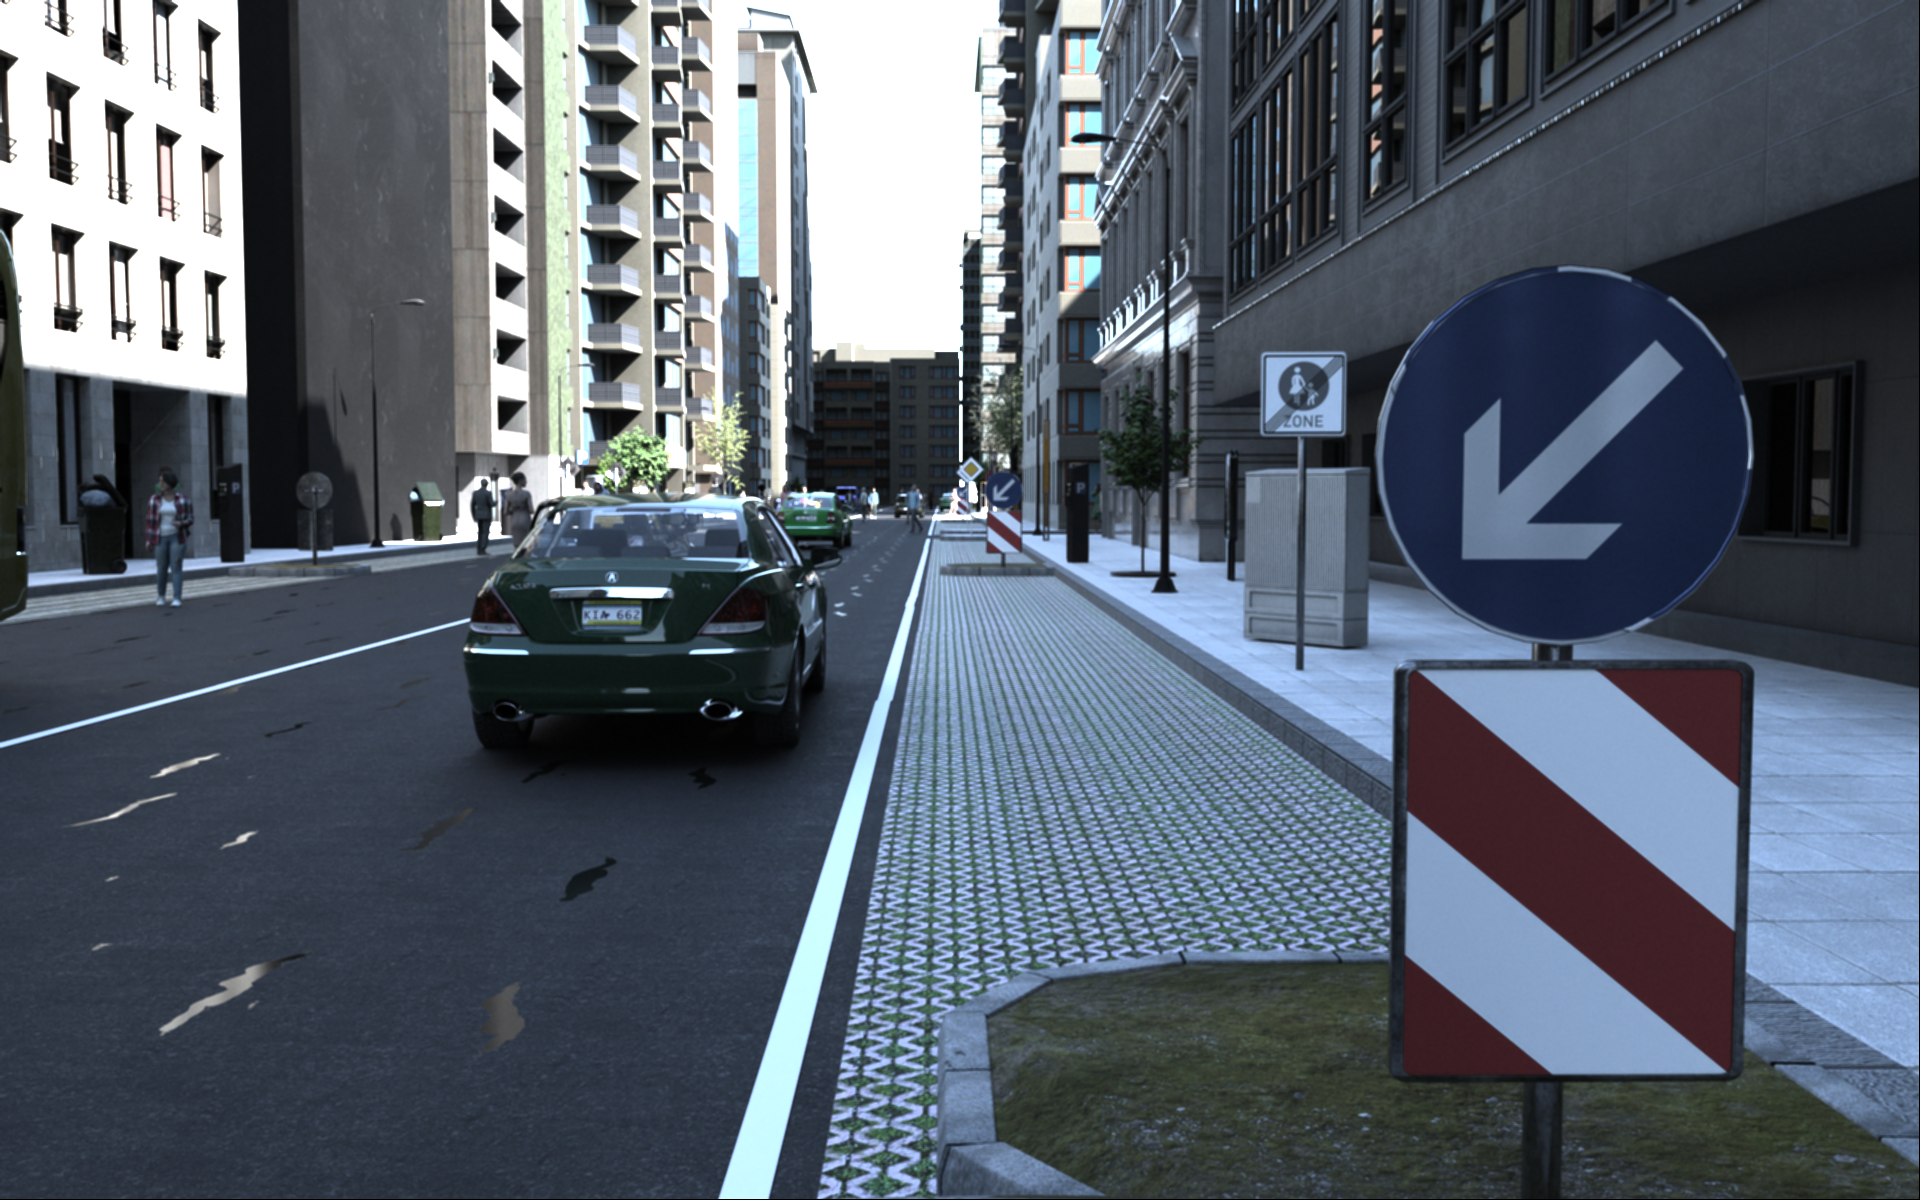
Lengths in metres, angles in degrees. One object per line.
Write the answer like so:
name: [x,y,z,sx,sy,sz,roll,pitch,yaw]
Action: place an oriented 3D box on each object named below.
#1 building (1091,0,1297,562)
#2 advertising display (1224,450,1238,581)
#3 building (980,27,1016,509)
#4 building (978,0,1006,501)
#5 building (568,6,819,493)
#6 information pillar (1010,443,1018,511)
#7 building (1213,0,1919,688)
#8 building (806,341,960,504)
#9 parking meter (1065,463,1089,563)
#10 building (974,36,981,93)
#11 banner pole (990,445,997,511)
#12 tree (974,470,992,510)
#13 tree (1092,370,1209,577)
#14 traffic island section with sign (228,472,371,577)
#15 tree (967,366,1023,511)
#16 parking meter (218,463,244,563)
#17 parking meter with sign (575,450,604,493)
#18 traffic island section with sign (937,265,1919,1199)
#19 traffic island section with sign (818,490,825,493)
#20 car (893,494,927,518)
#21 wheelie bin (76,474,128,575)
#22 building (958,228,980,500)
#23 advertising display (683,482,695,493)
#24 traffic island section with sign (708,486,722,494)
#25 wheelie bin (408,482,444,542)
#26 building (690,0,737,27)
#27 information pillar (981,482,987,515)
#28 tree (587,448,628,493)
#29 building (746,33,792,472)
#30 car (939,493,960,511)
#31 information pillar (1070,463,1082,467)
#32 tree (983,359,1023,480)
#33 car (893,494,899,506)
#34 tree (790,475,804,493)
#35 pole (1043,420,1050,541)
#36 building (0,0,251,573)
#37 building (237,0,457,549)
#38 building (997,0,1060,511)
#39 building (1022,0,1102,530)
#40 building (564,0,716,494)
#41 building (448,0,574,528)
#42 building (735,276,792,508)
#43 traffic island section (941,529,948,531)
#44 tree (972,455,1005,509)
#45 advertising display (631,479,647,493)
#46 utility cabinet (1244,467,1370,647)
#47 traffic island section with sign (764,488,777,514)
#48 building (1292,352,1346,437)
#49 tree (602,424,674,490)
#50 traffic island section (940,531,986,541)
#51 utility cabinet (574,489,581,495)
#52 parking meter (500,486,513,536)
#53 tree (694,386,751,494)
building: [9.355,-12.577,41.787,11.583,22.565,21.152,0,4,-1]
advertising display: [4.052,-1.265,25.900,0.123,1.923,0.974,0,4,4]
building: [8.789,-28.876,155.718,14.154,41.232,14.086,0,4,-1]
building: [12.106,-44.909,172.513,20.563,71.187,20.611,0,4,-1]
building: [-30.662,-37.155,196.715,27.495,52.752,28.713,0,4,-1]
information pillar: [2.473,-5.380,79.313,0.183,3.616,0.504,3,5,39]
building: [11.571,-13.737,18.106,14.314,27.812,24.014,0,4,-1]
building: [-14.550,-23.819,234.477,28.899,21.520,27.650,0,4,-1]
parking meter: [2.192,-1.632,32.400,0.399,1.863,0.255,-1,4,-21]
building: [16.147,-37.180,197.129,28.713,52.752,27.495,0,4,-1]
banner pole: [1.691,-6.053,88.989,0.401,3.779,0.863,-2,4,-28]
tree: [2.061,-9.425,148.707,1.663,3.219,1.824,0,3,0]
tree: [2.810,-1.995,27.217,1.663,3.219,1.824,0,3,0]
traffic island section with sign: [-11.578,-1.346,30.639,1.989,1.847,2.006,0,4,-1]
tree: [2.205,-9.192,100.644,4.360,8.622,3.978,0,3,0]
parking meter: [-13.678,-1.638,32.491,0.255,1.863,0.399,2,4,24]
parking meter with sign: [-14.505,-4.430,68.698,1.738,3.016,0.543,3,5,43]
traffic island section with sign: [0.944,0.295,3.809,1.989,1.847,2.006,0,4,-1]
traffic island section with sign: [-13.030,-9.494,163.846,1.989,1.847,2.006,0,4,-1]
car: [-3.031,-5.774,104.195,2.009,1.686,4.222,0,4,0]
wheelie bin: [-13.779,-1.216,27.792,0.693,1.594,0.980,-3,4,-39]
building: [11.860,-33.360,237.317,23.993,40.220,32.217,0,4,-1]
advertising display: [-14.297,-5.265,91.290,0.123,1.923,0.974,1,4,23]
traffic island section with sign: [-12.186,-4.746,86.226,1.989,1.847,2.006,0,4,-1]
wheelie bin: [-14.345,-2.357,46.452,0.693,1.594,0.980,3,4,36]
building: [-23.965,-29.153,126.757,14.600,45.320,14.200,0,4,-1]
information pillar: [1.503,-6.313,107.706,0.304,2.012,0.304,1,4,19]
tree: [-15.035,-4.818,73.369,1.663,3.219,1.824,0,3,0]
building: [-24.439,-31.976,172.912,14.600,45.320,14.200,0,4,-1]
car: [-0.767,-8.214,143.102,1.959,1.807,4.718,0,4,1]
information pillar: [2.782,-2.237,41.072,0.304,2.012,0.304,1,4,13]
tree: [3.057,-8.745,93.349,4.737,8.622,4.395,0,3,0]
car: [-5.466,-9.605,168.847,2.131,1.459,4.920,0,3,0]
tree: [-15.849,-10.647,168.686,1.663,3.219,1.824,0,3,0]
pole: [2.380,-3.292,47.663,0.158,3.312,0.155,0,3,0]
building: [-20.298,-10.600,28.064,10.420,20.320,16.860,0,4,-1]
building: [-23.199,-13.228,45.954,15.834,23.373,12.332,0,4,-1]
building: [13.849,-28.585,121.987,22.147,44.769,28.867,0,4,-1]
building: [17.784,-14.045,74.679,28.899,21.520,27.650,0,4,-1]
building: [-25.914,-27.073,97.272,22.147,44.769,28.867,0,4,-1]
building: [-23.884,-18.140,68.297,14.160,30.474,14.107,0,4,-1]
building: [-29.885,-18.779,152.068,27.650,21.520,28.899,0,4,-1]
traffic island section: [0.303,-2.414,61.752,2.009,0.180,2.903,0,4,-1]
tree: [2.362,-9.869,145.075,4.285,4.588,4.351,0,3,0]
advertising display: [-14.101,-4.338,76.133,0.123,1.923,0.974,2,4,31]
utility cabinet: [2.937,-0.373,14.780,0.318,1.500,1.173,-2,4,-34]
traffic island section with sign: [-12.473,-6.395,113.179,1.989,1.847,2.006,0,4,-1]
building: [52.600,-33.317,228.325,14.086,41.232,14.154,0,4,-1]
tree: [-15.040,-5.947,80.940,4.285,4.588,4.351,0,3,0]
traffic island section: [0.390,-1.926,53.768,2.009,0.180,2.903,0,4,-1]
utility cabinet: [-17.128,-4.271,78.505,1.173,1.500,0.318,0,4,4]
parking meter: [-13.813,-2.713,52.762,0.372,1.533,0.369,0,3,0]
tree: [-15.993,-10.202,117.169,4.737,8.622,4.395,0,3,0]
